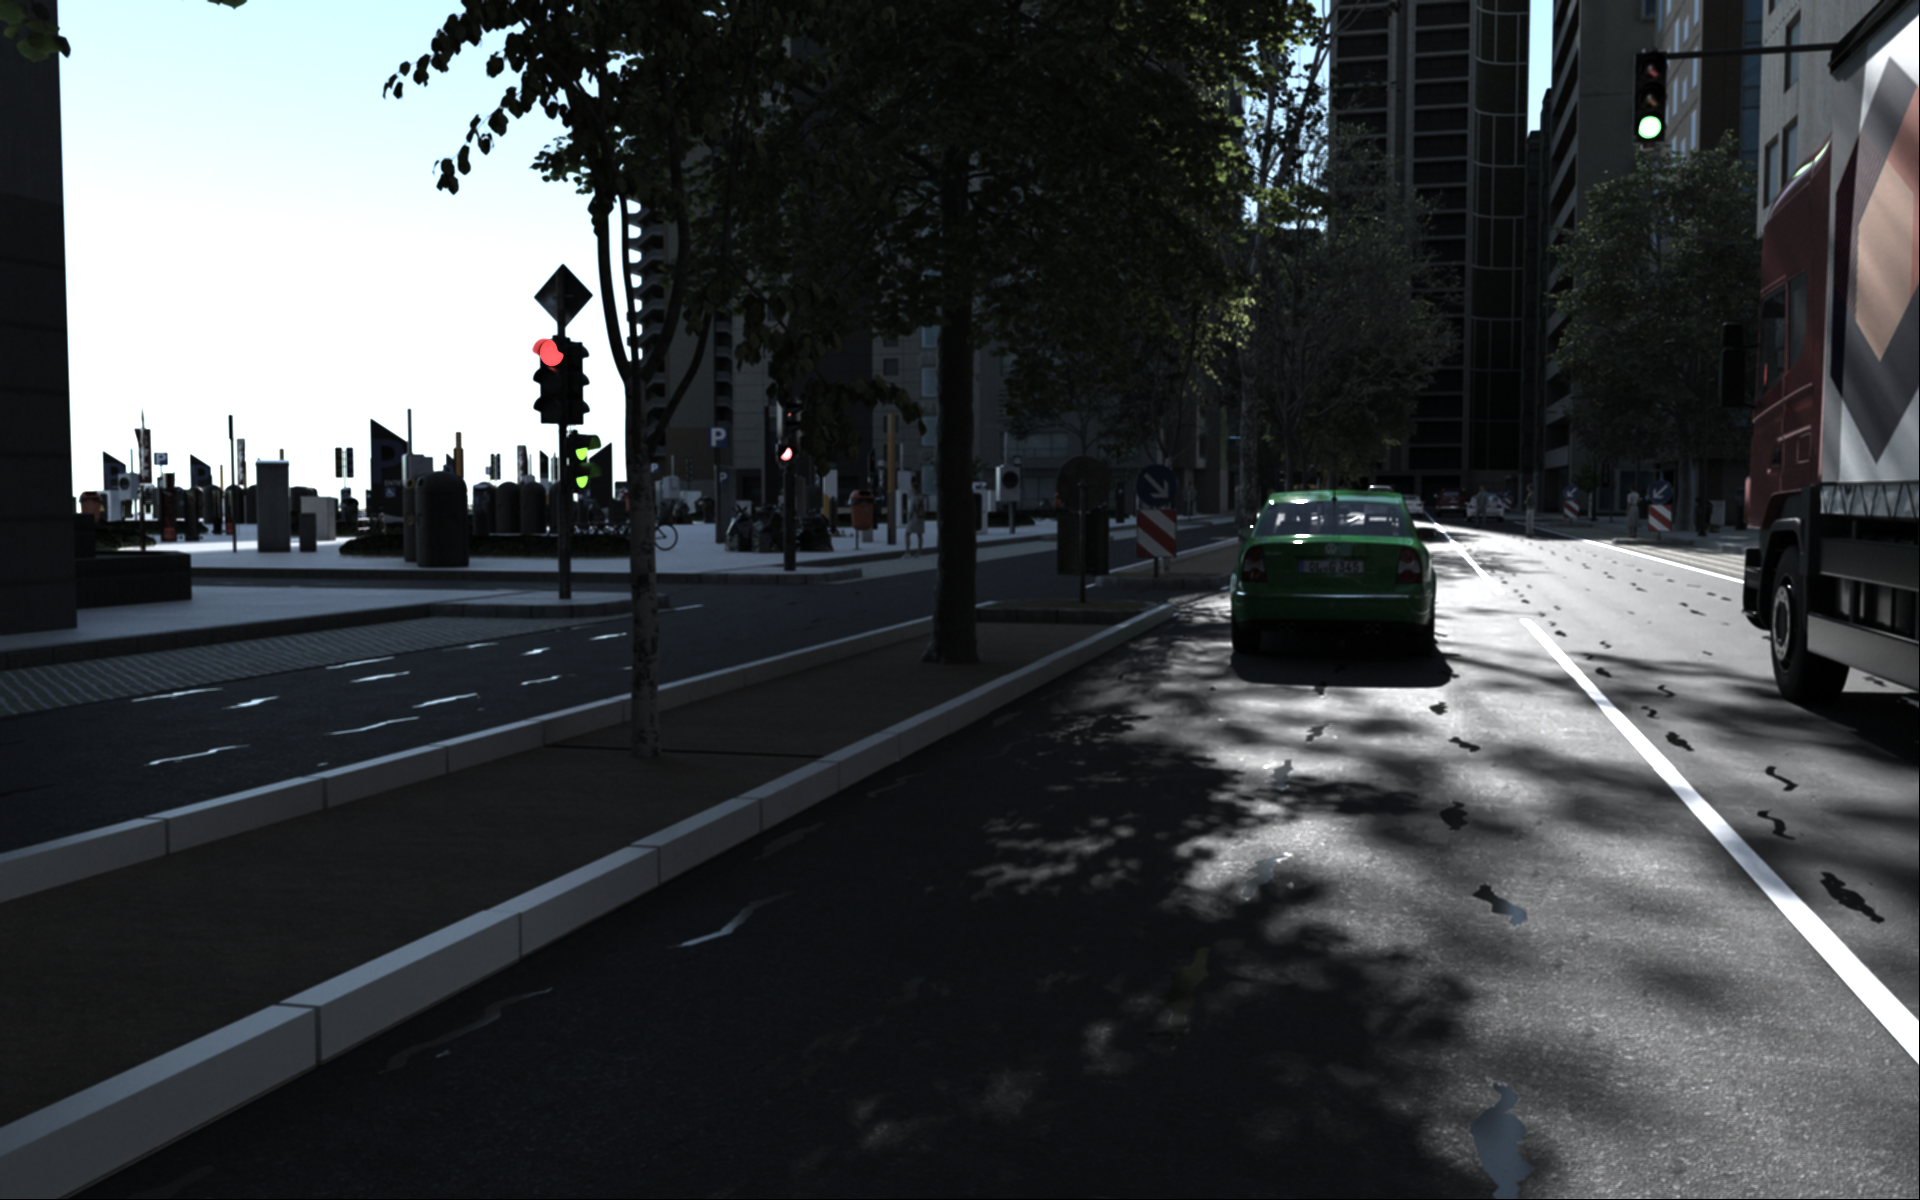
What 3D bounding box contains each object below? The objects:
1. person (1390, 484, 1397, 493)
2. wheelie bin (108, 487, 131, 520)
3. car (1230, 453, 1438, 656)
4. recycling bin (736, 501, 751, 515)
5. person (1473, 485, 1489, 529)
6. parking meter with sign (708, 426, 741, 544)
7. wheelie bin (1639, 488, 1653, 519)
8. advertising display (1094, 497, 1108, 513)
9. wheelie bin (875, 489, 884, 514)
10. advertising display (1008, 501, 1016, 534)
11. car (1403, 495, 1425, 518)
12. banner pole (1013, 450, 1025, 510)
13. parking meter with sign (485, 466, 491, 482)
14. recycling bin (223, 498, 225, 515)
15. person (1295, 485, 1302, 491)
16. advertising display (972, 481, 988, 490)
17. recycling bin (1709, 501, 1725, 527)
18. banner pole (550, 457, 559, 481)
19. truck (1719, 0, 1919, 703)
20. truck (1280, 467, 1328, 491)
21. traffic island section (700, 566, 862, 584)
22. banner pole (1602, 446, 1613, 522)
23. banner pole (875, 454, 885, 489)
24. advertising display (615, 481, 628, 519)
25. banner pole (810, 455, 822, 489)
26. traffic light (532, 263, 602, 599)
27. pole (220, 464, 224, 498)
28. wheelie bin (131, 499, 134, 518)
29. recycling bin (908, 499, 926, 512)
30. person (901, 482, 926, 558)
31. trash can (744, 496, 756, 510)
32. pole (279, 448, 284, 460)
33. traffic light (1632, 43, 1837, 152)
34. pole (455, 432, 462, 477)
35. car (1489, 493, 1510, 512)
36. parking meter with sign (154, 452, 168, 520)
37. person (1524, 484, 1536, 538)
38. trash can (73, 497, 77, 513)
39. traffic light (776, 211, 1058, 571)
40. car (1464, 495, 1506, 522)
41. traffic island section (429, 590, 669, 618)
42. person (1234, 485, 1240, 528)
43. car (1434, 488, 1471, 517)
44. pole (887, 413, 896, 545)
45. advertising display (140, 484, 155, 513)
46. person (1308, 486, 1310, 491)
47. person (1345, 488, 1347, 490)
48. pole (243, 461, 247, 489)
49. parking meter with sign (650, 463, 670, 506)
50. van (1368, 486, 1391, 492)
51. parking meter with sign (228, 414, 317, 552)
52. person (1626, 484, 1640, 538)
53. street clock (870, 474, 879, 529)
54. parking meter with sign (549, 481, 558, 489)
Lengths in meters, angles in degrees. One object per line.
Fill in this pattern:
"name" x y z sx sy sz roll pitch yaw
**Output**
"person" 18.471 -4.032 74.207 0.659 1.850 0.755 -1 4 -9
"wheelie bin" -39.355 -4.444 80.570 0.693 1.594 0.980 2 4 28
"car" 3.660 -0.493 16.854 1.959 1.807 4.718 1 4 13
"recycling bin" -8.489 -3.306 66.604 0.722 1.027 0.722 -2 4 -30
"person" 21.591 -3.859 71.692 0.391 1.810 0.635 -3 5 -41
"parking meter with sign" -6.135 -3.014 45.547 0.543 3.016 1.738 0 4 6
"wheelie bin" 35.145 -4.953 88.887 0.693 1.594 0.980 -1 4 -11
"advertising display" 6.135 -4.389 76.972 0.974 1.923 0.123 2 4 34
"wheelie bin" -4.809 -5.563 98.865 0.980 1.594 0.693 0 4 -5
"advertising display" 1.704 -3.135 56.477 0.123 1.923 0.974 0 4 -6
"car" 27.222 -5.688 105.358 2.083 1.381 4.827 1 4 14
"banner pole" 3.443 -6.669 99.059 0.863 3.779 0.401 0 4 -2
"parking meter with sign" -29.788 -6.909 109.231 0.543 3.016 1.738 -2 4 -26
"recycling bin" -44.723 -5.705 105.827 0.722 1.027 0.722 3 5 42
"person" 13.260 -3.594 67.451 0.709 1.800 0.728 2 4 30
"advertising display" 0.903 -4.966 86.404 0.974 1.923 0.123 -1 4 -21
"recycling bin" 29.247 -3.349 67.307 0.722 1.027 0.722 1 4 8
"banner pole" -24.105 -6.954 103.710 0.863 3.779 0.401 0 4 -3
"truck" 6.042 -1.190 8.366 2.839 4.237 11.283 1 4 14
"truck" 24.127 -7.602 120.211 3.469 3.379 9.791 1 4 13
"traffic island section" -2.869 -0.412 29.016 2.009 0.180 2.903 1 4 14
"banner pole" 29.377 -5.412 78.497 0.863 3.779 0.401 -2 4 -26
"banner pole" -5.010 -7.114 106.336 0.863 3.779 0.401 1 4 17
"advertising display" -16.845 -4.980 86.635 0.974 1.923 0.123 2 4 27
"banner pole" -7.995 -6.440 95.309 0.863 3.779 0.401 1 4 15
"traffic light" -4.833 -1.971 21.141 0.839 4.253 0.868 1 4 14
"pole" -50.429 -7.613 118.323 0.158 3.312 0.155 0 3 0
"wheelie bin" -44.451 -5.147 92.063 0.693 1.594 0.980 2 4 24
"recycling bin" -2.246 -4.802 91.068 0.722 1.027 0.722 2 4 27
"person" -0.979 -1.776 38.549 0.522 1.701 0.512 3 4 36
"trash can" -12.902 -5.805 106.560 0.748 1.137 0.748 0 3 0
"pole" -30.245 -5.105 77.310 0.158 3.312 0.155 0 3 0
"traffic light" 9.207 -2.613 17.394 4.771 5.953 1.251 1 4 14
"pole" -16.364 -3.839 56.603 0.158 3.312 0.155 0 3 0
"car" 39.761 -7.258 128.259 1.945 1.707 3.694 1 4 14
"parking meter with sign" -32.911 -4.597 71.423 0.543 3.016 1.738 -2 4 -25
"person" 18.525 -2.895 56.385 0.362 1.759 0.519 1 4 11
"trash can" -50.637 -5.319 98.616 0.748 1.137 0.748 0 3 0
"traffic light" -0.785 -3.285 28.382 4.771 5.953 1.251 1 4 14
"car" 27.378 -4.767 90.299 2.083 1.381 4.827 1 4 16
"traffic island section" -4.869 0.061 21.285 2.009 0.180 2.903 1 4 14
"person" 11.907 -3.970 73.595 0.526 1.800 0.537 2 4 35
"car" 30.981 -6.132 108.935 2.281 1.827 5.304 1 4 15
"pole" -1.731 -3.058 43.837 0.158 3.312 0.155 0 3 0
"advertising display" -54.139 -6.742 115.438 0.974 1.923 0.123 -3 5 -45
"person" 14.721 -3.959 73.498 0.678 1.792 0.850 2 4 27
"person" 20.382 -5.071 91.757 0.694 1.780 0.624 3 4 38
"pole" -44.366 -6.951 107.489 0.158 3.312 0.155 0 3 0
"parking meter with sign" -16.641 -6.119 96.311 0.543 3.016 1.738 -2 4 -35
"van" 22.199 -5.161 91.389 2.013 2.044 4.112 1 4 14
"parking meter with sign" -15.172 -2.570 38.277 1.738 3.016 0.543 -1 4 -18
"person" 21.328 -2.812 55.045 0.480 1.755 0.524 -2 4 -24
"street clock" -3.106 -3.562 62.802 0.358 2.002 0.471 -1 4 -19
"parking meter with sign" -22.949 -6.229 98.101 1.738 3.016 0.543 2 4 30
